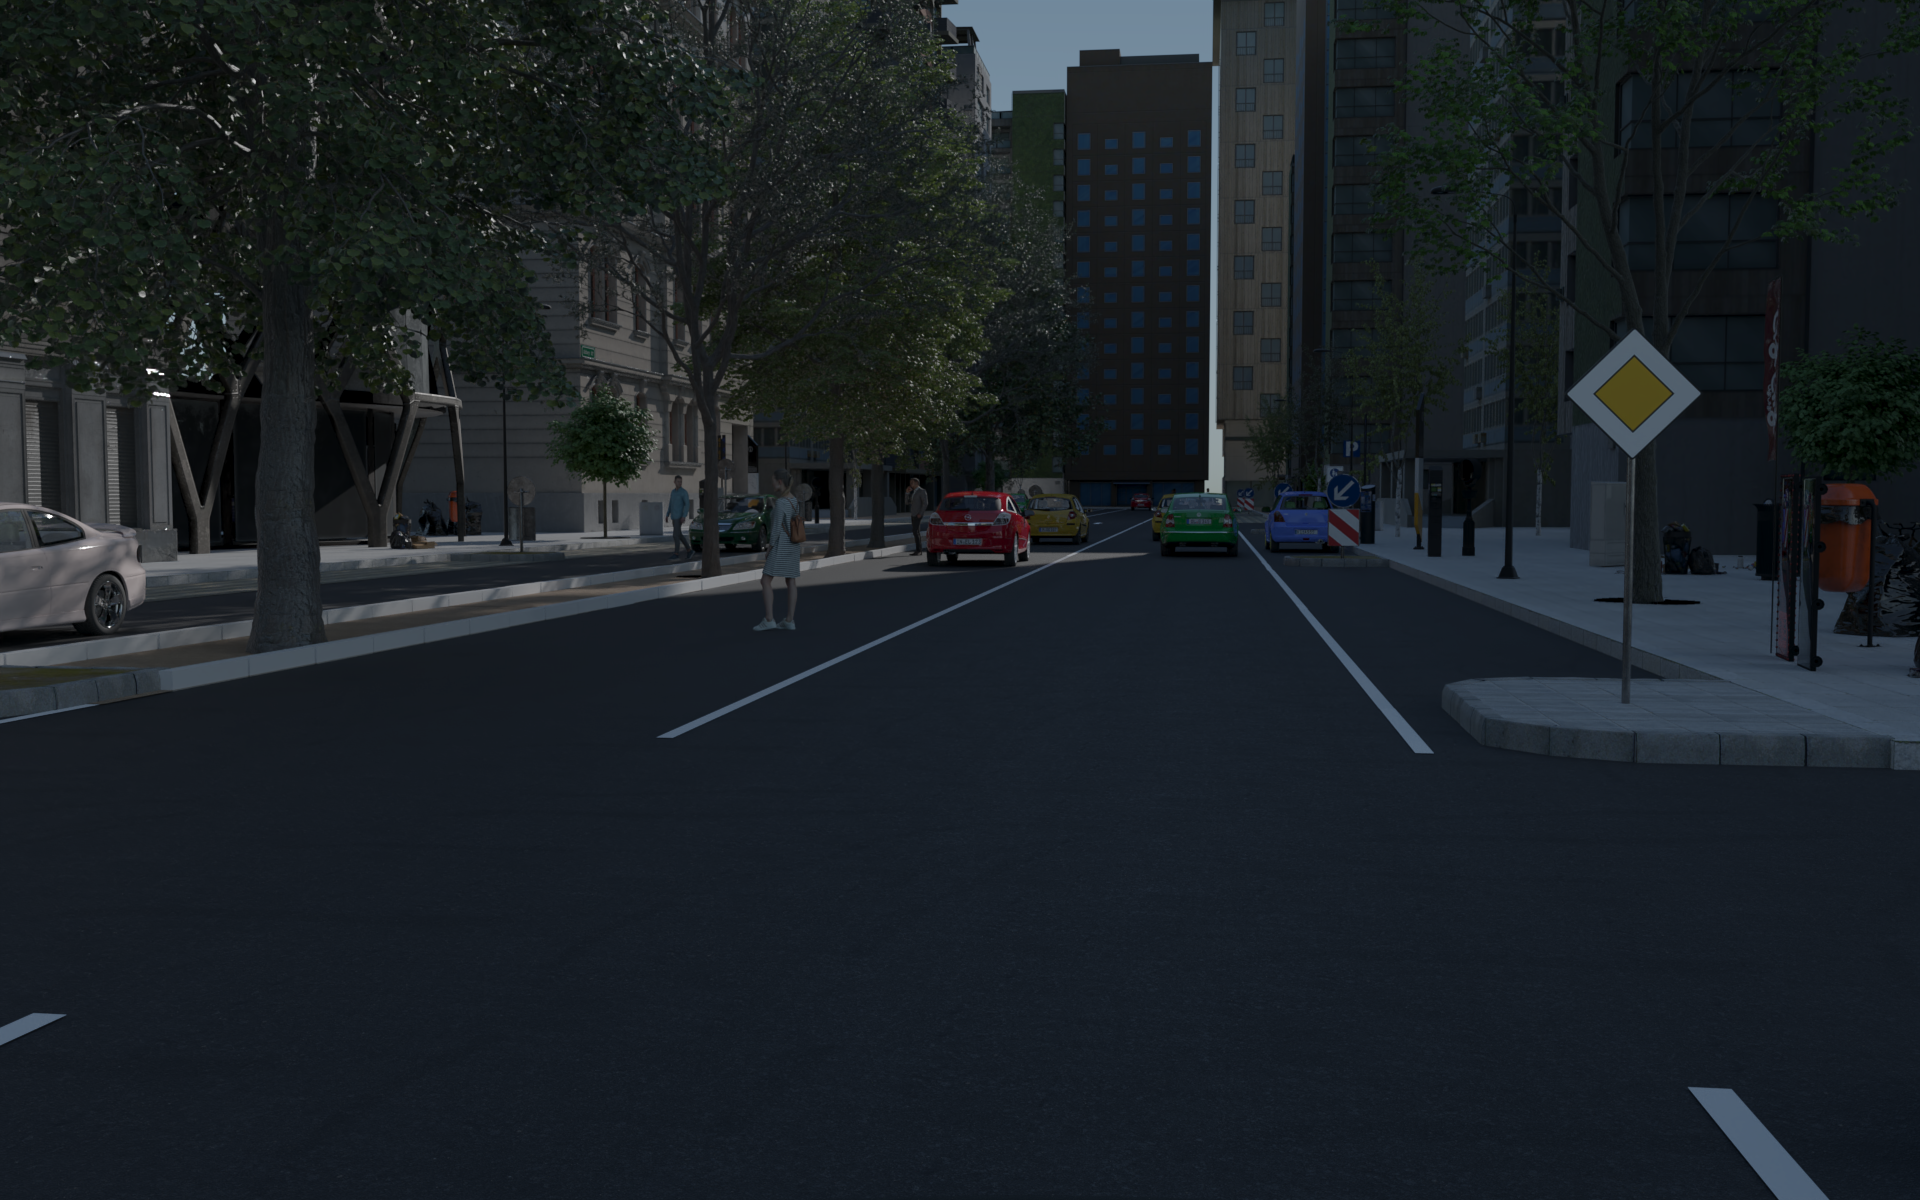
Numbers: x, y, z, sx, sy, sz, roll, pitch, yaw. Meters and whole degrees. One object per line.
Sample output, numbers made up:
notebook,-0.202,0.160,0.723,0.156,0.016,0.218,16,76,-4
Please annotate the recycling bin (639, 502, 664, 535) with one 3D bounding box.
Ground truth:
recycling bin,-9.616,-2.534,53.986,0.722,1.027,0.722,0,4,-8

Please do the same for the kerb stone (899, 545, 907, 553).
kerb stone,-1.516,-1.240,42.471,0.120,0.150,1.000,0,4,8

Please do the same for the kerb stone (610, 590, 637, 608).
kerb stone,-4.399,0.000,22.192,0.120,0.150,1.000,0,4,8

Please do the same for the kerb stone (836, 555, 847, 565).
kerb stone,-2.525,-0.806,35.372,0.120,0.150,1.000,0,4,8

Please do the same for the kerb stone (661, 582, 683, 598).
kerb stone,-4.111,-0.124,24.217,0.120,0.150,1.000,0,4,8

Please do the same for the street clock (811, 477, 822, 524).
street clock,-6.226,-4.327,75.318,0.471,2.002,0.358,-1,4,-14

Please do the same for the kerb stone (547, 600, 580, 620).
kerb stone,-4.686,0.124,20.162,0.120,0.150,1.000,0,4,8

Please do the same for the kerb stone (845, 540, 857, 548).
kerb stone,-3.011,-1.508,46.849,0.120,0.150,1.000,0,4,8

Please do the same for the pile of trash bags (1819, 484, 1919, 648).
pile of trash bags,8.727,-0.348,15.450,3.447,1.369,1.912,-2,4,-31

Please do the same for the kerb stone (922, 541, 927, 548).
kerb stone,-1.085,-1.426,45.508,0.120,0.150,1.000,0,4,8

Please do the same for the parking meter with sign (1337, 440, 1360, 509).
parking meter with sign,12.732,-3.721,57.104,0.543,3.016,1.738,0,4,2

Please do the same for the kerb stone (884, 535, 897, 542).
kerb stone,-2.150,-1.881,52.949,0.120,0.150,1.000,0,4,8

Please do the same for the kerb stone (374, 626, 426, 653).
kerb stone,-5.270,0.372,16.107,0.120,0.150,1.000,0,4,8

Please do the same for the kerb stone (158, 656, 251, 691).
kerb stone,-5.702,0.559,13.069,0.120,0.150,1.000,0,4,8

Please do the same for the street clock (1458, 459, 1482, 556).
street clock,10.550,-1.915,35.877,0.358,2.002,0.471,-2,4,-26

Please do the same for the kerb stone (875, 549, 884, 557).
kerb stone,-1.945,-1.052,39.428,0.120,0.150,1.000,0,4,8

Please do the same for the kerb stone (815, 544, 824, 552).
kerb stone,-3.589,-1.258,42.795,0.120,0.150,1.000,0,4,8

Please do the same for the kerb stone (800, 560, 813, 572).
kerb stone,-2.957,-0.620,32.331,0.120,0.150,1.000,0,4,8

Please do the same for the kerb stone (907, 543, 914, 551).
kerb stone,-1.368,-1.302,43.483,0.120,0.150,1.000,0,4,8

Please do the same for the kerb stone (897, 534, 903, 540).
kerb stone,-1.990,-1.943,53.959,0.120,0.150,1.000,0,4,8

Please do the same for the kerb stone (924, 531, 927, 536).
kerb stone,-1.269,-2.253,59.025,0.120,0.150,1.000,0,4,8

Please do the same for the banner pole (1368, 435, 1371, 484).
banner pole,16.922,-4.991,71.621,0.401,3.779,0.863,1,4,20

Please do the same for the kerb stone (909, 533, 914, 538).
kerb stone,-1.705,-2.063,55.986,0.120,0.150,1.000,0,4,8

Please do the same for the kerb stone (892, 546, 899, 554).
kerb stone,-1.657,-1.175,41.459,0.120,0.150,1.000,0,4,8

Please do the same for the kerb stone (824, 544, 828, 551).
kerb stone,-3.446,-1.322,43.807,0.120,0.150,1.000,0,4,8

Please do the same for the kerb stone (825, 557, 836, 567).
kerb stone,-2.672,-0.741,34.359,0.120,0.150,1.000,0,4,8

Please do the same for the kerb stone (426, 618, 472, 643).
kerb stone,-5.121,0.310,17.123,0.120,0.150,1.000,0,4,8

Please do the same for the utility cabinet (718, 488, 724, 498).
utility cabinet,-8.373,-3.085,59.114,0.318,1.500,1.173,0,4,8

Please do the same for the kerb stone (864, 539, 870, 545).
kerb stone,-2.723,-1.629,48.875,0.120,0.150,1.000,0,4,8

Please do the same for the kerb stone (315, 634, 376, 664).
kerb stone,-5.409,0.434,15.094,0.120,0.150,1.000,0,4,8

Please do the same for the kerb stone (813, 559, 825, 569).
kerb stone,-2.810,-0.682,33.345,0.120,0.150,1.000,0,4,8

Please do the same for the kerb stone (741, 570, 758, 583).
kerb stone,-3.534,-0.367,28.278,0.120,0.150,1.000,0,4,8

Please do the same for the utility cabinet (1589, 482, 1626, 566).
utility cabinet,11.617,-1.349,30.736,1.173,1.500,0.318,-3,5,-43

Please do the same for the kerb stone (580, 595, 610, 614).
kerb stone,-4.546,0.062,21.179,0.120,0.150,1.000,0,4,8

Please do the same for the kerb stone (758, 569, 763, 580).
kerb stone,-3.388,-0.434,29.290,0.120,0.150,1.000,0,4,8

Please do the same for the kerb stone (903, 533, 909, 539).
kerb stone,-1.854,-2.003,54.974,0.120,0.150,1.000,0,4,8

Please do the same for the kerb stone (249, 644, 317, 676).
kerb stone,-5.558,0.498,14.083,0.120,0.150,1.000,0,4,8

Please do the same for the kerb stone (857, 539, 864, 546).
kerb stone,-2.867,-1.570,47.863,0.120,0.150,1.000,0,4,8

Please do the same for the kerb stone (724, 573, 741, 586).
kerb stone,-3.678,-0.310,27.266,0.120,0.150,1.000,0,4,8

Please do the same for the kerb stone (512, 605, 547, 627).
kerb stone,-4.836,0.189,19.148,0.120,0.150,1.000,0,4,8

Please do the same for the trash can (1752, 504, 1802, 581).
trash can,12.175,-0.862,25.754,0.748,1.137,0.748,0,3,0

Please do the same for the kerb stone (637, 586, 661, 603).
kerb stone,-4.261,-0.062,23.205,0.120,0.150,1.000,0,4,8

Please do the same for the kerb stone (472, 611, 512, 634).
kerb stone,-4.974,0.248,18.135,0.120,0.150,1.000,0,4,8

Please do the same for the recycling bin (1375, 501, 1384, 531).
recycling bin,14.458,-2.951,60.806,0.722,1.027,0.722,1,4,21

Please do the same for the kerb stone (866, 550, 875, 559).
kerb stone,-2.087,-0.992,38.414,0.120,0.150,1.000,0,4,8

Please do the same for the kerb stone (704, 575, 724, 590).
kerb stone,-3.818,-0.248,26.253,0.120,0.150,1.000,0,4,8

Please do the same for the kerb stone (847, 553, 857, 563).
kerb stone,-2.383,-0.868,36.387,0.120,0.150,1.000,0,4,8

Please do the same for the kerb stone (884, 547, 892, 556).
kerb stone,-1.790,-1.113,40.445,0.120,0.150,1.000,0,4,8

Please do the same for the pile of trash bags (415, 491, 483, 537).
pile of trash bags,-15.723,-2.676,53.508,1.912,1.369,3.447,-1,4,-23

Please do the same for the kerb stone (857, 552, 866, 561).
kerb stone,-2.230,-0.930,37.398,0.120,0.150,1.000,0,4,8

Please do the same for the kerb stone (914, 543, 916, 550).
kerb stone,-1.226,-1.364,44.495,0.120,0.150,1.000,0,4,8

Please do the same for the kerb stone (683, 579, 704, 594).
kerb stone,-3.972,-0.186,25.240,0.120,0.150,1.000,0,4,8

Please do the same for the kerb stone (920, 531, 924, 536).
kerb stone,-1.422,-2.186,58.015,0.120,0.150,1.000,0,4,8
